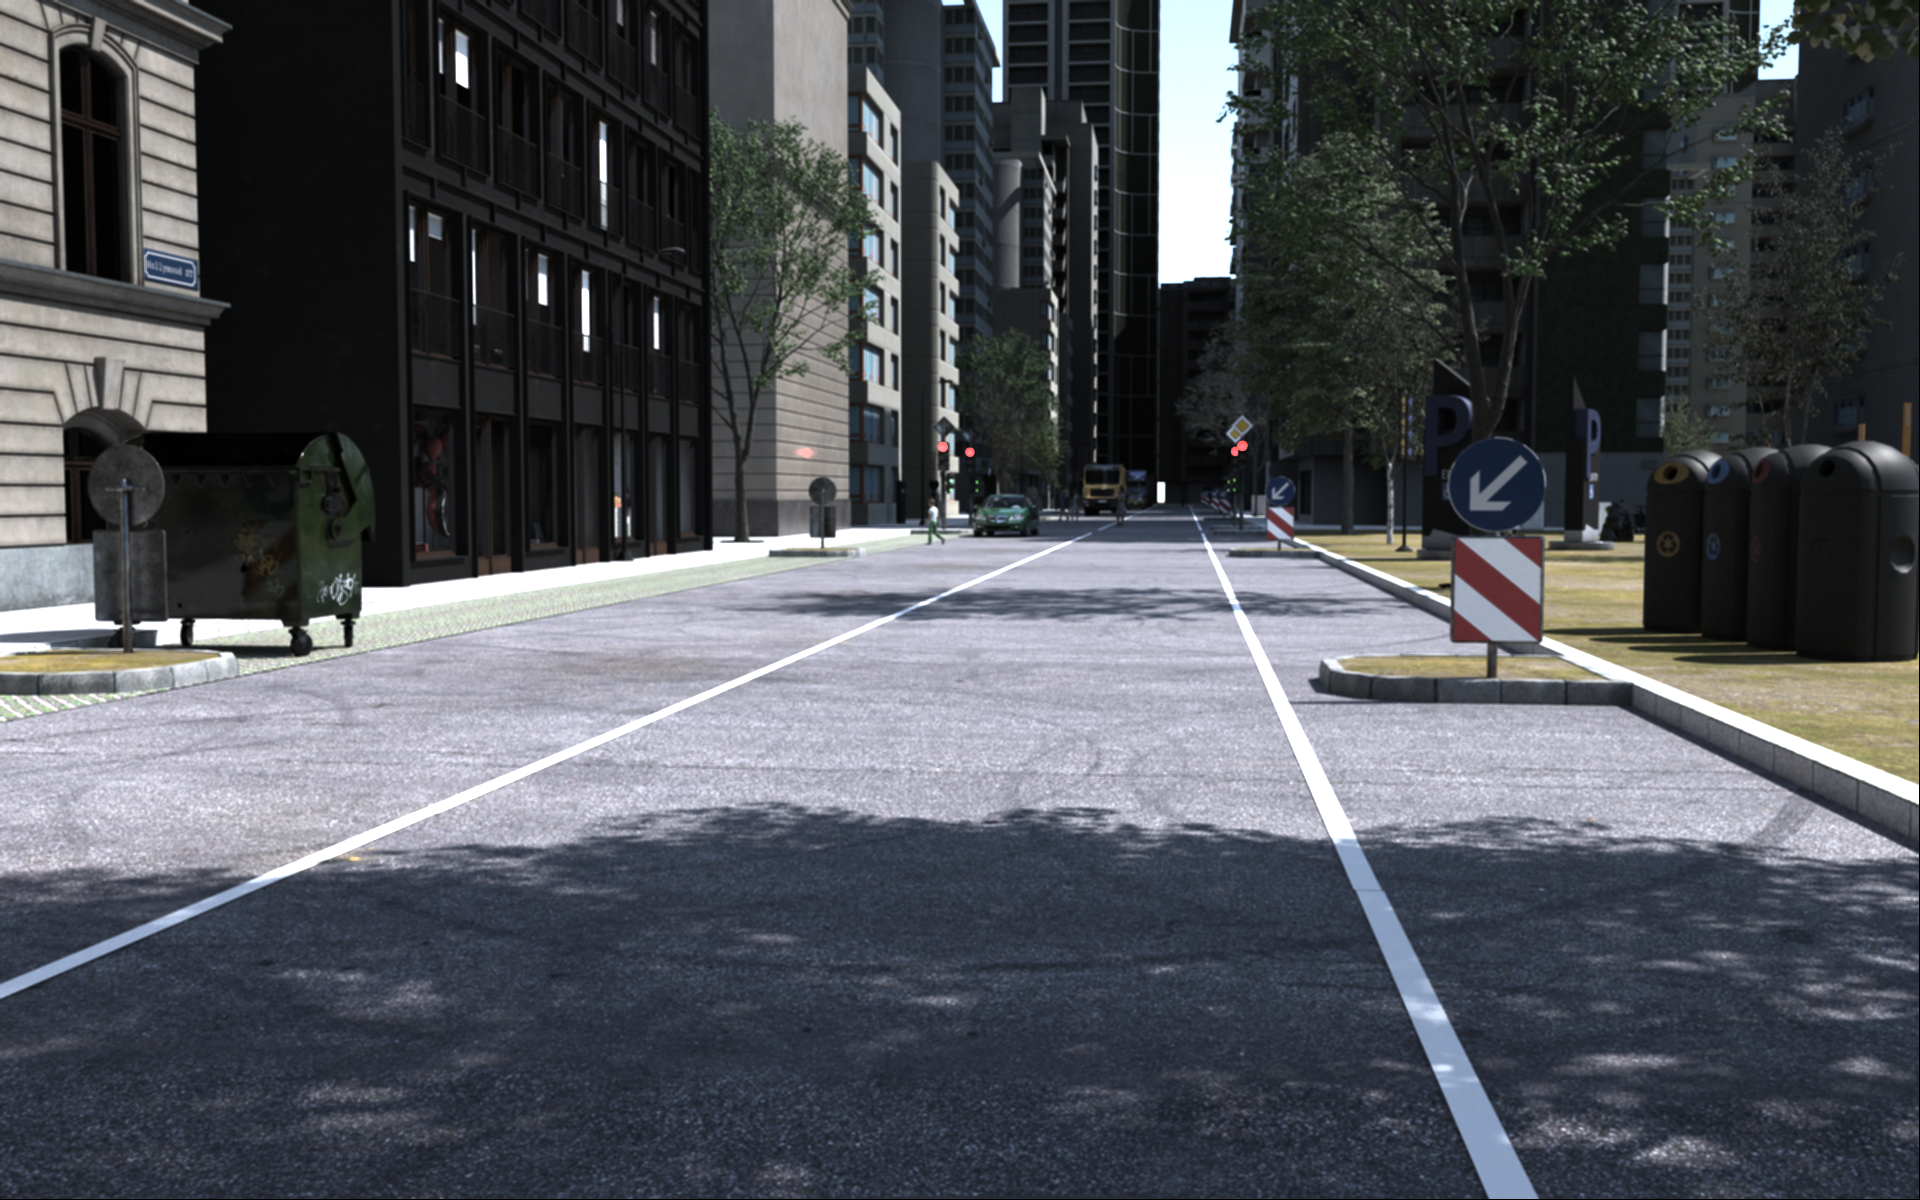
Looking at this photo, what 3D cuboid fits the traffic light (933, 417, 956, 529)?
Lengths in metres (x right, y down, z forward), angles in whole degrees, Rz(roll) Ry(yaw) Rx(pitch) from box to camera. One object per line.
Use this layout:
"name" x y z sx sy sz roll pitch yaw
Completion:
"traffic light" -0.567 -4.510 62.661 0.839 4.253 0.868 0 4 7

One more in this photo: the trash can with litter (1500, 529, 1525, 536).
"trash can with litter" 15.770 -2.438 50.922 2.233 1.210 1.678 -2 4 -29

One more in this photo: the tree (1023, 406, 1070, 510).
"tree" 7.177 -11.739 142.287 4.737 8.622 4.395 0 3 0

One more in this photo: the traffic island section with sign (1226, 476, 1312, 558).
"traffic island section with sign" 7.215 -1.910 39.860 1.989 1.847 2.006 0 4 7

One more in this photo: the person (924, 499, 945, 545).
"person" -0.720 -2.201 48.733 0.590 1.304 0.306 1 4 20

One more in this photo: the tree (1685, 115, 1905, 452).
"tree" 16.696 -5.156 34.671 4.360 8.622 3.978 0 3 0

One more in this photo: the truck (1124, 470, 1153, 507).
"truck" 20.507 -12.749 198.211 2.967 4.110 18.799 1 4 9

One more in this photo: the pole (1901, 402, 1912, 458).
"pole" 21.087 -2.741 38.652 0.158 3.312 0.155 0 3 0

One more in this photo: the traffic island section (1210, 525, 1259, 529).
"traffic island section" 11.023 -2.879 69.348 2.009 0.180 2.903 0 4 7

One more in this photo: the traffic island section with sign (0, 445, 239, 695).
"traffic island section with sign" -6.704 -0.281 13.215 1.989 1.847 2.006 0 4 7

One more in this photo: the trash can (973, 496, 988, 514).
"trash can" 1.195 -5.865 107.542 0.748 1.137 0.748 0 3 0

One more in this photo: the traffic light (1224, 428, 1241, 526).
"traffic light" 10.984 -4.912 69.239 0.839 4.253 0.868 0 4 7

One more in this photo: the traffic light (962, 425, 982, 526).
"traffic light" 0.458 -4.994 70.580 0.839 4.253 0.868 0 4 7

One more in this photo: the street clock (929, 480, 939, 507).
"street clock" -1.314 -5.058 87.276 0.471 2.002 0.358 -1 4 -23

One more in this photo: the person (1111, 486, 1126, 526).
"person" 7.016 -4.163 76.916 0.532 1.782 0.716 -2 4 -31

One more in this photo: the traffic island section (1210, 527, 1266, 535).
"traffic island section" 9.997 -2.394 61.428 2.009 0.180 2.903 0 4 7

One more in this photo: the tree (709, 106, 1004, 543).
"tree" -5.740 -7.340 45.762 9.928 11.665 9.643 0 3 0

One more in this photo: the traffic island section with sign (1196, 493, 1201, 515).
"traffic island section with sign" 17.735 -6.882 121.148 1.989 1.847 2.006 0 4 7

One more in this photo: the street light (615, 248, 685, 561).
"street light" -5.883 -3.692 32.900 1.470 5.913 1.316 0 4 7

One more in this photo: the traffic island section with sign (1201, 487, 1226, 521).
"traffic island section with sign" 14.268 -5.237 94.247 1.989 1.847 2.006 0 4 7

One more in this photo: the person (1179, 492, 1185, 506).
"person" 26.277 -11.974 204.958 0.721 1.739 1.217 -1 4 -22

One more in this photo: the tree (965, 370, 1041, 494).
"tree" 2.466 -9.289 102.236 4.360 8.622 3.978 0 3 0

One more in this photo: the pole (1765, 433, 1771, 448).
"pole" 27.190 -3.946 58.362 0.158 3.312 0.155 0 3 0

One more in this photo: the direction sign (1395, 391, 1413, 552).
"direction sign" 9.927 -2.851 38.609 0.379 3.537 0.876 2 4 31

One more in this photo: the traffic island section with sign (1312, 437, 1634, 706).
"traffic island section with sign" 3.707 -0.254 12.777 1.989 1.847 2.006 0 4 7

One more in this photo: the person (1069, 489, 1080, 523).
"person" 5.795 -4.728 86.800 0.522 1.701 0.512 2 4 27

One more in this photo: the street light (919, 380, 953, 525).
"street light" -0.989 -6.001 70.658 1.470 5.913 1.316 0 4 7

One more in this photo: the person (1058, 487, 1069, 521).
"person" 5.410 -5.040 90.927 0.654 1.822 0.581 1 4 16

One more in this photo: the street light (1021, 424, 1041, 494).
"street light" 4.626 -8.676 114.401 1.470 5.913 1.316 0 4 7

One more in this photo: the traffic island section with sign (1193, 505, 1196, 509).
"traffic island section with sign" 24.096 -9.886 170.262 1.989 1.847 2.006 0 4 7

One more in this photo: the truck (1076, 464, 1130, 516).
"truck" 9.663 -7.300 115.281 3.469 3.379 9.791 0 4 7

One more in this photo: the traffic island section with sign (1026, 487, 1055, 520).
"traffic island section with sign" 4.033 -5.346 96.034 1.989 1.847 2.006 0 4 7

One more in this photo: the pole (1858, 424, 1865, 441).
"pole" 26.058 -3.444 50.146 0.158 3.312 0.155 0 3 0

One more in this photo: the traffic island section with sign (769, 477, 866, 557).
"traffic island section with sign" -3.224 -1.919 40.002 1.989 1.847 2.006 0 4 7

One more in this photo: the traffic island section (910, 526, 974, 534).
"traffic island section" -0.605 -2.478 62.801 2.009 0.180 2.903 0 4 7

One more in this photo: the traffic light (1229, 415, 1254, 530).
"traffic light" 9.959 -4.428 61.320 0.839 4.253 0.868 0 4 7

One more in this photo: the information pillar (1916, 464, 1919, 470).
"information pillar" 23.393 -2.330 42.585 0.304 2.012 0.304 3 4 36

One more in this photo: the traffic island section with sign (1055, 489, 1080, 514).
"traffic island section with sign" 7.494 -6.981 122.767 1.989 1.847 2.006 0 4 7

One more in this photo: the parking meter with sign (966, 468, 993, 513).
"parking meter with sign" 1.253 -7.267 115.083 1.738 3.016 0.543 -1 4 -21

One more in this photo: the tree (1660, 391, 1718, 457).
"tree" 51.129 -10.544 122.757 4.737 8.622 4.395 0 3 0

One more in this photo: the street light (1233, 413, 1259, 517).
"street light" 16.349 -7.717 98.710 1.470 5.913 1.316 0 4 7
